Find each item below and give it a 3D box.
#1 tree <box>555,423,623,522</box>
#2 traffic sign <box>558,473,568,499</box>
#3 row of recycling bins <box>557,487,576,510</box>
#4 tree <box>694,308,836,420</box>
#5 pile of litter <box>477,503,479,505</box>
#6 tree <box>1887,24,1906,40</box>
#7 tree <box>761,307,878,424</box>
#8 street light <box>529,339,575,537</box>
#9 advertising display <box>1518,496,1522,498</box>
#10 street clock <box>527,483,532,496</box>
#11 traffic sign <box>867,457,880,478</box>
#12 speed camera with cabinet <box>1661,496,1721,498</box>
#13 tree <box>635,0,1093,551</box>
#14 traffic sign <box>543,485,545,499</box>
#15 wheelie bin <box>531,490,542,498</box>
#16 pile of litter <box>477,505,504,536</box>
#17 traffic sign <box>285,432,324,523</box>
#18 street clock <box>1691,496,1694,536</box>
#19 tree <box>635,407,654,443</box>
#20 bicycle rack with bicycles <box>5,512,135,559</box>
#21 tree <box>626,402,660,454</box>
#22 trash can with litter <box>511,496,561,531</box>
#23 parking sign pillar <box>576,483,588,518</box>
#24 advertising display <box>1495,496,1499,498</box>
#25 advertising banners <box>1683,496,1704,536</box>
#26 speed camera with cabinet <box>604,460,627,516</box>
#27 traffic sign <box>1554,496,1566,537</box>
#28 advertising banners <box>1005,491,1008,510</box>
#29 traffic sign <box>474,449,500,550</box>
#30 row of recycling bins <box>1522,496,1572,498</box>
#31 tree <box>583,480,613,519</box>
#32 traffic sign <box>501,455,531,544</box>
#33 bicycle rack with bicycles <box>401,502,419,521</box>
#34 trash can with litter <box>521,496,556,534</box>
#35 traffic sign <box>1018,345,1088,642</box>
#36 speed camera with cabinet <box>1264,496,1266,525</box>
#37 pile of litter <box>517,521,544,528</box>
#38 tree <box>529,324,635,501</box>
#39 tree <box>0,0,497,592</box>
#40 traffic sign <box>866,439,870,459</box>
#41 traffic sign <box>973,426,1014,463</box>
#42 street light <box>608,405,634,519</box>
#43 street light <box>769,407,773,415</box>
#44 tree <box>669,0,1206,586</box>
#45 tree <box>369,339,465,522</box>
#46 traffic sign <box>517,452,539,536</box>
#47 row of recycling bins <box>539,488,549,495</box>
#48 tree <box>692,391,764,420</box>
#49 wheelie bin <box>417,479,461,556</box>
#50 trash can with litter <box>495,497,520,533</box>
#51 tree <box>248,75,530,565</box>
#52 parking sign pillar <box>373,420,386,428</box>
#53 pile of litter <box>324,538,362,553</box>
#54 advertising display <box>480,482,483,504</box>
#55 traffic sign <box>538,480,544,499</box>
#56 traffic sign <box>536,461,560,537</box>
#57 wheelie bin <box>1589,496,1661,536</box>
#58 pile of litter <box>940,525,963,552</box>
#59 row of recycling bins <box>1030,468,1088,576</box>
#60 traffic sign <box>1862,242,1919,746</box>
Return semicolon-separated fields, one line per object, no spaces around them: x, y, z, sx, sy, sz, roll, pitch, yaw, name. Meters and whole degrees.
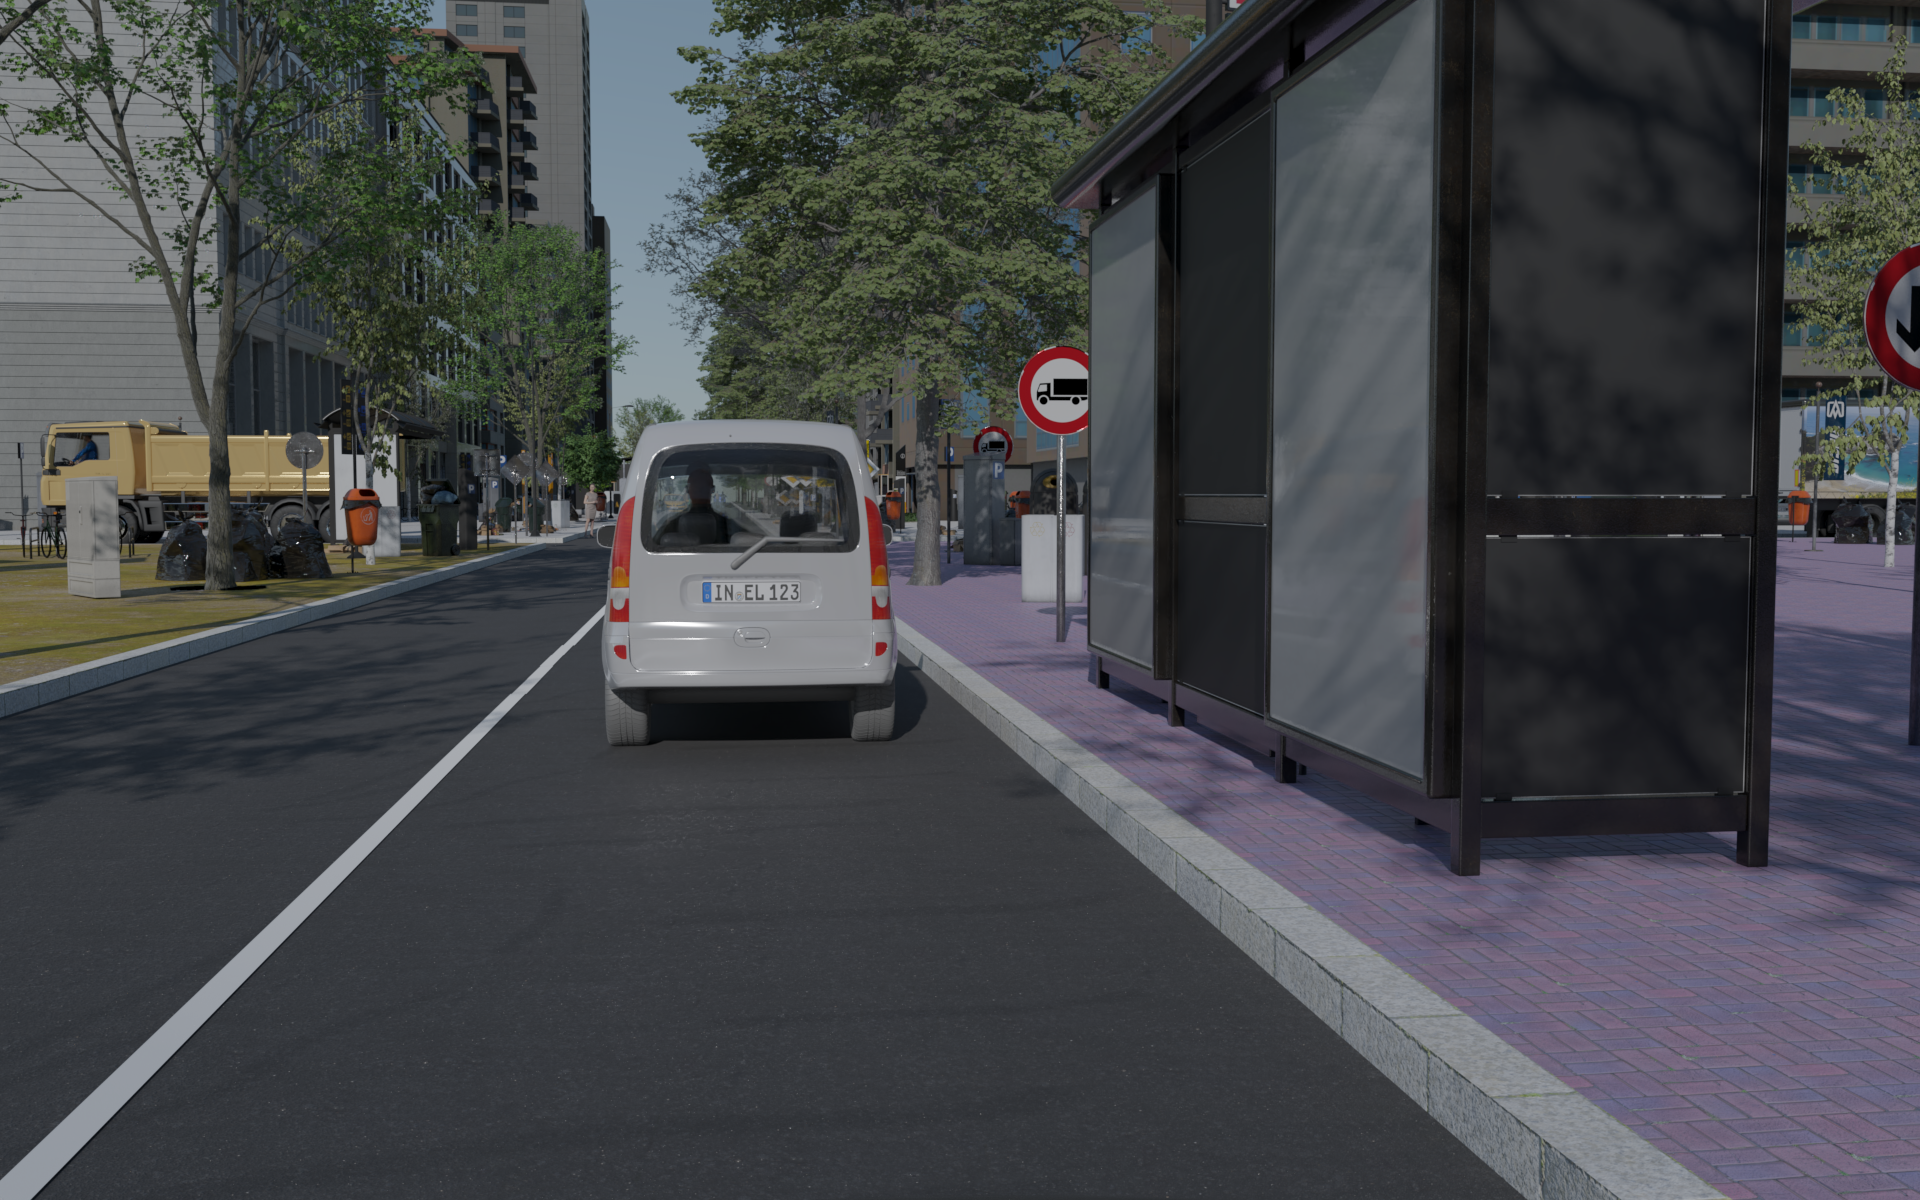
-16.973;-5.864;79.592;4.285;4.588;4.351;0;3;0;tree
-22.542;-6.017;98.486;0.768;2.556;0.104;0;4;2;traffic sign
-24.105;-6.136;107.439;1.069;1.692;3.534;-2;4;-30;row of recycling bins
-12.216;-12.373;108.955;9.857;13.997;8.962;0;3;0;tree
-28.462;-5.431;102.769;1.176;0.858;1.719;0;4;-3;pile of litter
12.416;-4.340;21.318;4.737;8.622;4.395;0;3;0;tree
-5.034;-6.713;60.125;4.360;8.622;3.978;0;3;0;tree
-12.239;-4.859;51.991;1.470;5.913;1.316;0;4;-8;street light
24.764;-4.420;77.484;0.123;1.923;0.974;-2;4;-25;advertising display
-26.621;-6.276;107.176;0.471;2.002;0.358;-3;5;-44;street clock
-2.851;-3.170;53.014;0.795;2.450;0.064;0;4;-2;traffic sign
26.592;-4.201;63.014;0.660;3.252;2.038;-3;4;-37;speed camera with cabinet
-2.124;-7.872;39.085;12.009;13.543;11.850;0;3;0;tree
-21.686;-5.523;90.300;0.884;2.594;0.081;0;3;0;traffic sign
-27.792;-6.472;113.732;0.980;1.594;0.693;3;4;36;wheelie bin
-14.825;-2.438;53.825;1.176;0.858;1.719;-2;4;-28;pile of litter
-13.388;-2.158;35.394;0.768;2.556;0.104;0;4;-2;traffic sign
16.700;-2.135;39.474;0.471;2.002;0.358;1;4;11;street clock
-27.244;-11.921;145.268;4.737;8.622;4.395;0;3;0;tree
-17.919;-1.327;35.086;2.852;0.926;2.925;-1;4;-22;bicycle rack with bicycles
-24.827;-11.465;137.807;4.360;8.622;3.978;0;3;0;tree
-14.913;-3.018;60.394;2.233;1.210;1.678;0;4;-7;trash can with litter
-19.717;-6.324;91.868;1.447;3.967;1.447;1;4;19;parking sign pillar
30.123;-5.548;95.919;0.974;1.923;0.123;2;4;28;advertising display
16.035;-2.536;37.644;0.090;3.025;2.074;3;4;38;advertising banners
-19.762;-6.491;100.456;0.660;3.252;2.038;2;4;28;speed camera with cabinet
4.297;-0.751;12.391;0.768;2.556;0.104;0;4;-6;traffic sign
1.480;-4.295;66.418;0.090;3.025;2.074;1;4;21;advertising banners
-10.766;-2.283;39.460;0.606;2.300;0.079;0;4;1;traffic sign
27.078;-4.426;79.482;3.534;1.692;1.069;-2;4;-26;row of recycling bins
-18.407;-5.690;87.635;1.663;3.219;1.824;0;3;0;tree
-11.351;-2.483;44.236;0.795;2.450;0.064;0;4;-8;traffic sign
-25.334;-4.242;82.743;2.925;0.926;2.852;-3;5;-41;bicycle rack with bicycles
-13.612;-2.755;56.436;1.055;1.170;0.624;2;4;29;trash can with litter
0.876;-0.908;14.957;0.768;2.556;0.104;0;4;-3;traffic sign
7.970;-3.071;44.554;2.038;3.252;0.660;-3;4;-38;speed camera with cabinet
-16.426;-3.249;67.083;1.719;0.858;1.176;-3;5;-40;pile of litter
-17.024;-7.484;72.732;4.737;8.622;4.395;0;3;0;tree
-9.991;-5.932;22.750;9.928;11.665;9.643;0;3;0;tree
-4.444;-4.282;63.876;2.265;3.308;0.079;0;4;-2;traffic sign
0.617;-1.980;32.474;0.768;2.556;0.104;0;4;-1;traffic sign
-17.672;-7.197;90.219;1.470;5.913;1.316;0;4;-8;street light
-10.201;-7.150;89.441;1.470;5.913;1.316;0;4;-8;street light
-0.385;-6.503;24.451;7.486;12.596;7.792;0;3;0;tree
-24.813;-7.840;78.549;4.360;8.622;3.978;0;3;0;tree
-13.217;-3.221;52.767;0.768;2.556;0.104;0;4;-5;traffic sign
-28.700;-6.892;119.794;1.069;1.692;3.534;-1;4;-10;row of recycling bins
-34.799;-25.124;266.667;12.611;20.169;13.585;0;3;0;tree
-10.793;-1.712;35.907;0.980;1.594;0.693;2;4;28;wheelie bin
-15.156;-2.813;57.383;0.624;1.170;1.055;0;4;7;trash can with litter
-10.514;-4.955;31.371;4.737;8.622;4.395;0;3;0;tree
-18.643;-4.042;54.554;1.447;3.967;1.447;0;4;4;parking sign pillar
-13.234;-1.457;37.784;1.176;0.858;1.719;-3;5;-41;pile of litter
-26.096;-5.504;95.205;0.123;1.923;0.974;1;4;14;advertising display
-20.468;-5.120;84.901;0.795;2.450;0.064;0;4;-4;traffic sign
-12.445;-2.967;52.146;0.795;2.450;0.064;0;4;-8;traffic sign
8.235;-0.833;21.536;0.693;1.594;0.980;-2;4;-25;wheelie bin
0.311;-1.519;38.805;1.719;0.858;1.176;-3;4;-37;pile of litter
2.655;-1.221;27.071;3.534;1.692;1.069;2;4;33;row of recycling bins
4.894;-0.530;8.779;0.768;2.556;0.104;0;4;-4;traffic sign
